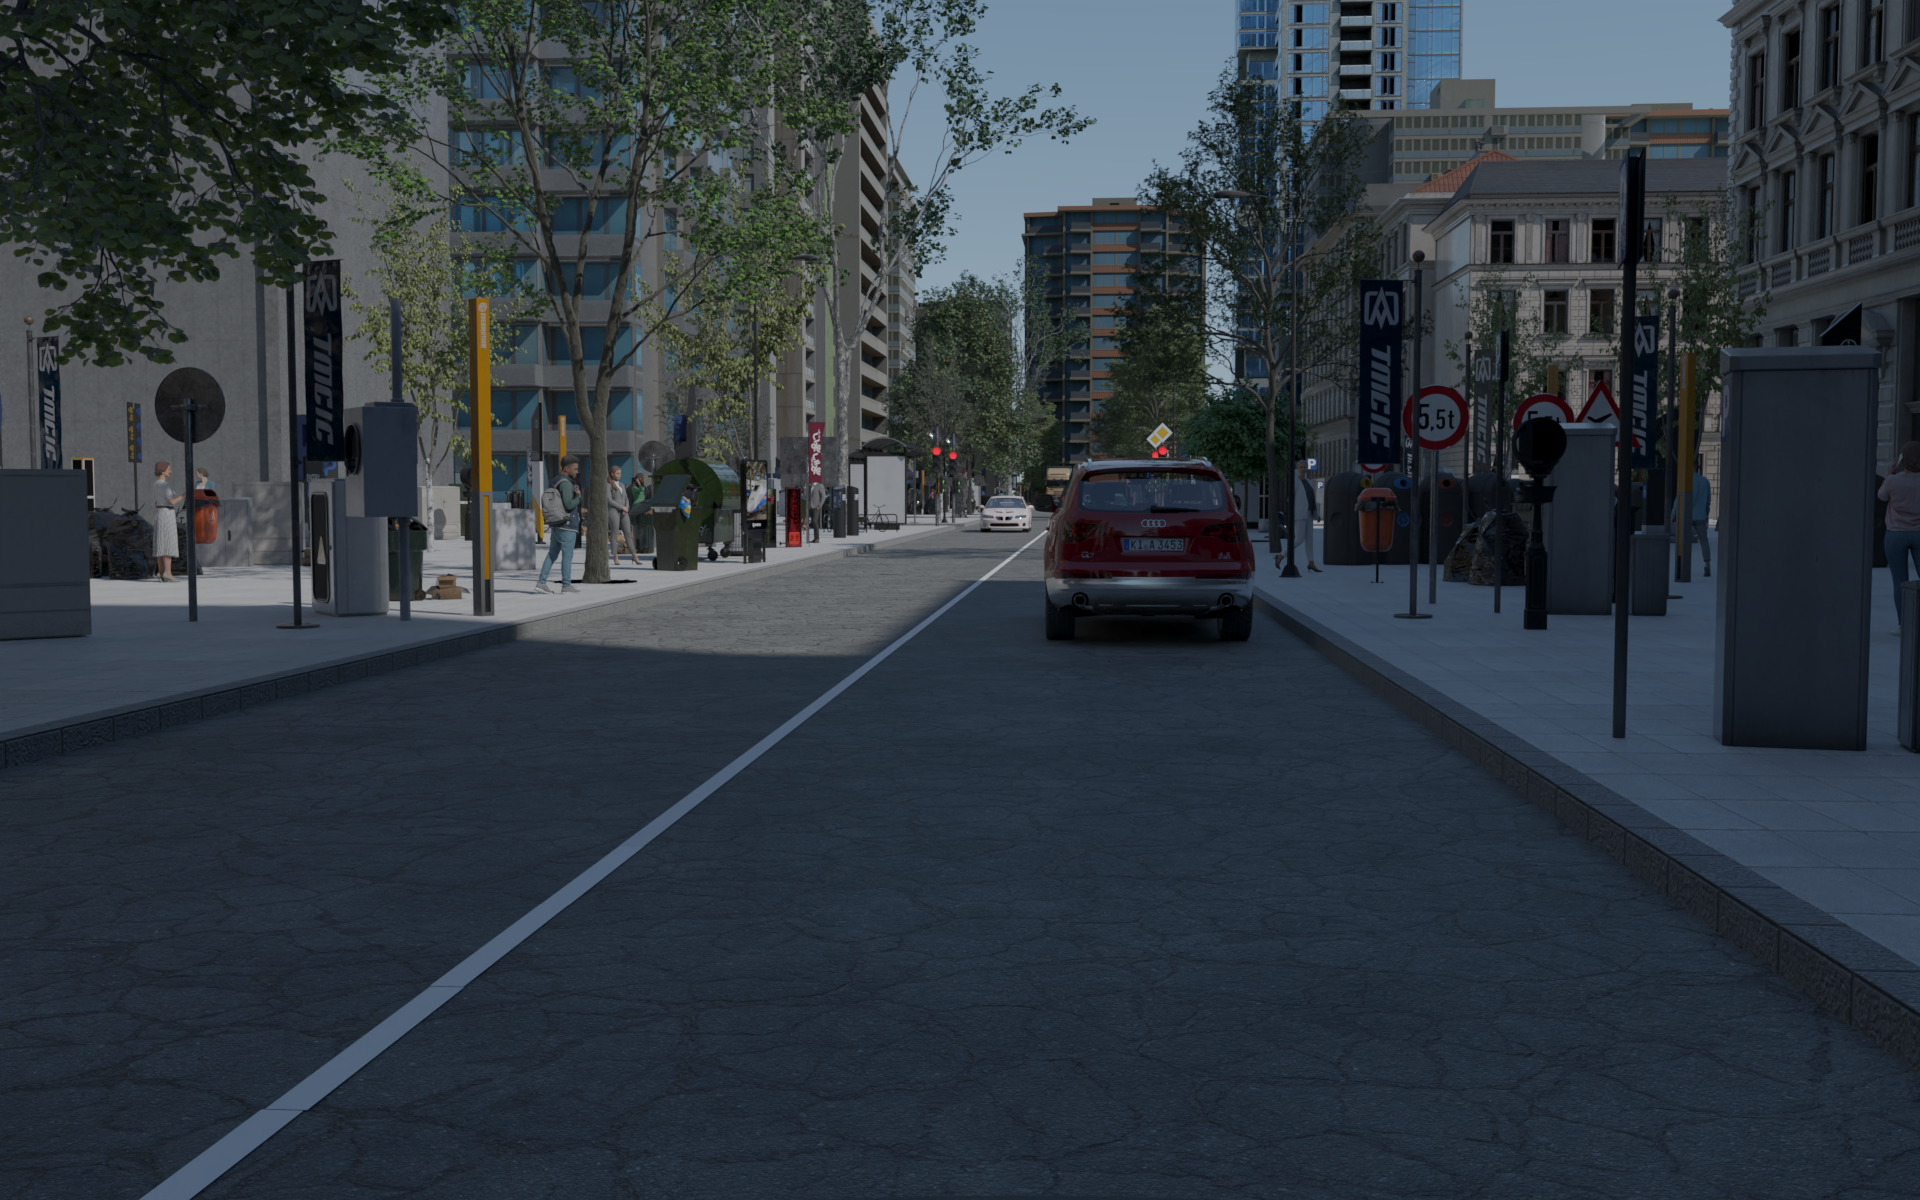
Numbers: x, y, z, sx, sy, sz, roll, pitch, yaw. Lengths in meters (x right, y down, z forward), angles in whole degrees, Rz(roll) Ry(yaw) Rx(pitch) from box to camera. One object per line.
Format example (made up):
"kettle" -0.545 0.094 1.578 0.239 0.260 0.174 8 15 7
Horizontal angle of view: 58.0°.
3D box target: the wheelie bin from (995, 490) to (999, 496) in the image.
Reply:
"wheelie bin" 3.325 -8.504 146.946 0.980 1.594 0.693 2 4 24

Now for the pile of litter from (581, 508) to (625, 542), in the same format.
"pile of litter" -9.530 -2.013 46.878 1.176 0.858 1.719 1 4 18

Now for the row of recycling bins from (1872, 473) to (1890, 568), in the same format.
"row of recycling bins" 16.258 -1.501 31.653 1.069 1.692 3.534 1 4 22

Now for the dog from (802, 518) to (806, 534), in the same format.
"dog" -5.086 -2.395 55.996 0.540 0.507 0.406 2 4 32

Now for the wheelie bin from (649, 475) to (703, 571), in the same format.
"wheelie bin" -4.768 -1.296 29.100 0.980 1.594 0.693 3 4 37

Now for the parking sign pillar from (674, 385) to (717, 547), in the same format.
"parking sign pillar" -6.665 -3.281 42.119 1.447 3.967 1.447 0 4 -5

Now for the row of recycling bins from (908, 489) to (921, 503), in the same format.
"row of recycling bins" -3.631 -8.173 140.736 1.069 1.692 3.534 0 4 -1

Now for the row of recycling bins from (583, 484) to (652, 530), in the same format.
"row of recycling bins" -11.864 -3.351 61.907 3.534 1.692 1.069 1 4 18

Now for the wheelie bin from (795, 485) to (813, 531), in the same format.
"wheelie bin" -5.650 -3.230 60.716 0.693 1.594 0.980 -2 4 -24

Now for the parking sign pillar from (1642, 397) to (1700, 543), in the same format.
"parking sign pillar" 18.742 -3.499 45.675 1.447 3.967 1.447 0 4 7

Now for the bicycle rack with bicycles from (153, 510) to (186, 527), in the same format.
"bicycle rack with bicycles" -17.207 -1.612 39.742 2.852 0.926 2.925 -1 4 -15

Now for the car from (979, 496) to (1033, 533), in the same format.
"car" 1.776 -3.288 66.118 2.083 1.381 4.827 0 4 4

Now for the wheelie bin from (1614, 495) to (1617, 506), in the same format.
"wheelie bin" 20.695 -2.940 55.974 0.980 1.594 0.693 0 4 -8

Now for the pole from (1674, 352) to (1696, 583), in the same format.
"pole" 10.506 -1.911 25.080 0.158 3.312 0.155 0 3 0

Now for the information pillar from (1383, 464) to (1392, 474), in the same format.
"information pillar" 23.004 -6.228 93.177 0.504 3.616 0.183 1 4 13

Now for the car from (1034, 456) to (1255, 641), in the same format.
"car" 1.923 -0.602 18.520 2.281 1.827 5.304 0 4 3

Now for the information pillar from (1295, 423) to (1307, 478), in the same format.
"information pillar" 11.217 -4.028 57.206 0.504 3.616 0.183 2 4 35

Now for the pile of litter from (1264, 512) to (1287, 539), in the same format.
"pile of litter" 9.429 -2.217 50.215 1.176 0.858 1.719 0 4 7

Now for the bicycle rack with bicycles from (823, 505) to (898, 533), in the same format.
"bicycle rack with bicycles" -3.557 -2.757 58.459 2.852 0.926 2.925 2 4 34

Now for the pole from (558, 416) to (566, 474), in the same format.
"pole" -10.362 -3.140 45.188 0.158 3.312 0.155 0 3 0

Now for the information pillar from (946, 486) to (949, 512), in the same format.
"information pillar" -0.947 -7.364 124.893 0.304 2.012 0.304 -1 4 -16

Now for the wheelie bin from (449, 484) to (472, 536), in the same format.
"wheelie bin" -15.211 -2.734 52.611 0.980 1.594 0.693 -2 4 -26

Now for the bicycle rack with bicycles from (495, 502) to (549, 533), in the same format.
"bicycle rack with bicycles" -14.912 -2.618 56.182 2.925 0.926 2.852 0 4 -5

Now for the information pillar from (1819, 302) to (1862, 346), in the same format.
"information pillar" 10.777 -1.829 21.265 0.504 3.616 0.183 0 4 3

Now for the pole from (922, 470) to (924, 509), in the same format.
"pole" -3.186 -9.472 148.715 0.158 3.312 0.155 0 3 0

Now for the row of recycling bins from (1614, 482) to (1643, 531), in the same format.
"row of recycling bins" 22.175 -3.269 60.561 3.534 1.692 1.069 1 4 18

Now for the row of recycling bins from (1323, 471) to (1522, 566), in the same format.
"row of recycling bins" 8.337 -1.503 31.691 3.534 1.692 1.069 -1 4 -12

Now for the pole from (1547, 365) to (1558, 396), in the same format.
"pole" 9.350 -2.052 27.401 0.158 3.312 0.155 0 3 0

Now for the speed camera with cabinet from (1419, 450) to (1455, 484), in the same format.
"speed camera with cabinet" 15.771 -3.892 57.963 2.038 3.252 0.660 -3 5 -42

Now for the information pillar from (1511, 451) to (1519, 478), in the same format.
"information pillar" 23.954 -5.112 74.943 0.504 3.616 0.183 -1 4 -18

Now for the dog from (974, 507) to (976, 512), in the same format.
"dog" 0.961 -6.627 125.186 0.406 0.507 0.540 1 4 11

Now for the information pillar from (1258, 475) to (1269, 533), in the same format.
"information pillar" 10.113 -3.238 57.430 0.304 2.012 0.304 -2 4 -26

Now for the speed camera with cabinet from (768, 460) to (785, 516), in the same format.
"speed camera with cabinet" -10.390 -6.525 101.017 2.038 3.252 0.660 3 5 43

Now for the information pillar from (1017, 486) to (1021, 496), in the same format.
"information pillar" 5.084 -8.821 148.712 0.304 2.012 0.304 1 4 16

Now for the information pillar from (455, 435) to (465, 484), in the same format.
"information pillar" -19.787 -4.725 68.614 0.504 3.616 0.183 2 4 34

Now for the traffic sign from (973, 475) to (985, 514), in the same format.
"traffic sign" 1.256 -6.962 113.937 0.768 2.556 0.104 0 4 6

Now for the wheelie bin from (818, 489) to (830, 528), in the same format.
"wheelie bin" -5.279 -3.516 65.388 0.693 1.594 0.980 1 4 22

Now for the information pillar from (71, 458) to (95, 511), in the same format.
"information pillar" -17.901 -1.890 35.389 0.304 2.012 0.304 1 4 16

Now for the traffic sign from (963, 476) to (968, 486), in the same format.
"traffic sign" 0.179 -7.534 123.278 0.768 2.556 0.104 0 4 6

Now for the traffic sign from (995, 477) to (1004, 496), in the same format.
"traffic sign" 2.827 -7.642 125.047 0.768 2.556 0.104 1 4 13

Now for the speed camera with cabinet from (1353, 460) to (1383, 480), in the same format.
"speed camera with cabinet" 11.239 -3.177 46.284 0.660 3.252 2.038 -1 4 -13

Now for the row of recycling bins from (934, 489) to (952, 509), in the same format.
"row of recycling bins" -1.363 -8.802 151.025 1.069 1.692 3.534 -1 4 -20

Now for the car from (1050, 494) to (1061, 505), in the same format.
"car" 8.153 -8.552 149.610 2.009 1.686 4.222 0 4 6

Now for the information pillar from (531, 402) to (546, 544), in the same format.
"information pillar" -10.785 -3.234 44.236 0.183 3.616 0.504 -3 4 -38

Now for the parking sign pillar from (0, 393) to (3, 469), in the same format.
"parking sign pillar" -16.599 -2.501 29.370 1.447 3.967 1.447 -1 4 -19

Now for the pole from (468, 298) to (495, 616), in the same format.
"pole" -5.016 -1.487 18.149 0.158 3.312 0.155 0 3 0

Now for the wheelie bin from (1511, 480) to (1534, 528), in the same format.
"wheelie bin" 13.018 -1.929 39.441 0.693 1.594 0.980 -3 4 -38

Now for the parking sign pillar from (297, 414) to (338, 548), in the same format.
"parking sign pillar" -15.610 -3.280 42.101 1.447 3.967 1.447 3 5 44

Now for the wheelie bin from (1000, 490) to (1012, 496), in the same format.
"wheelie bin" 3.751 -7.868 136.551 0.693 1.594 0.980 -1 4 -12

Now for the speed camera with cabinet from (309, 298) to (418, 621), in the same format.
"speed camera with cabinet" -6.247 -1.450 18.046 0.660 3.252 2.038 -2 4 -35
